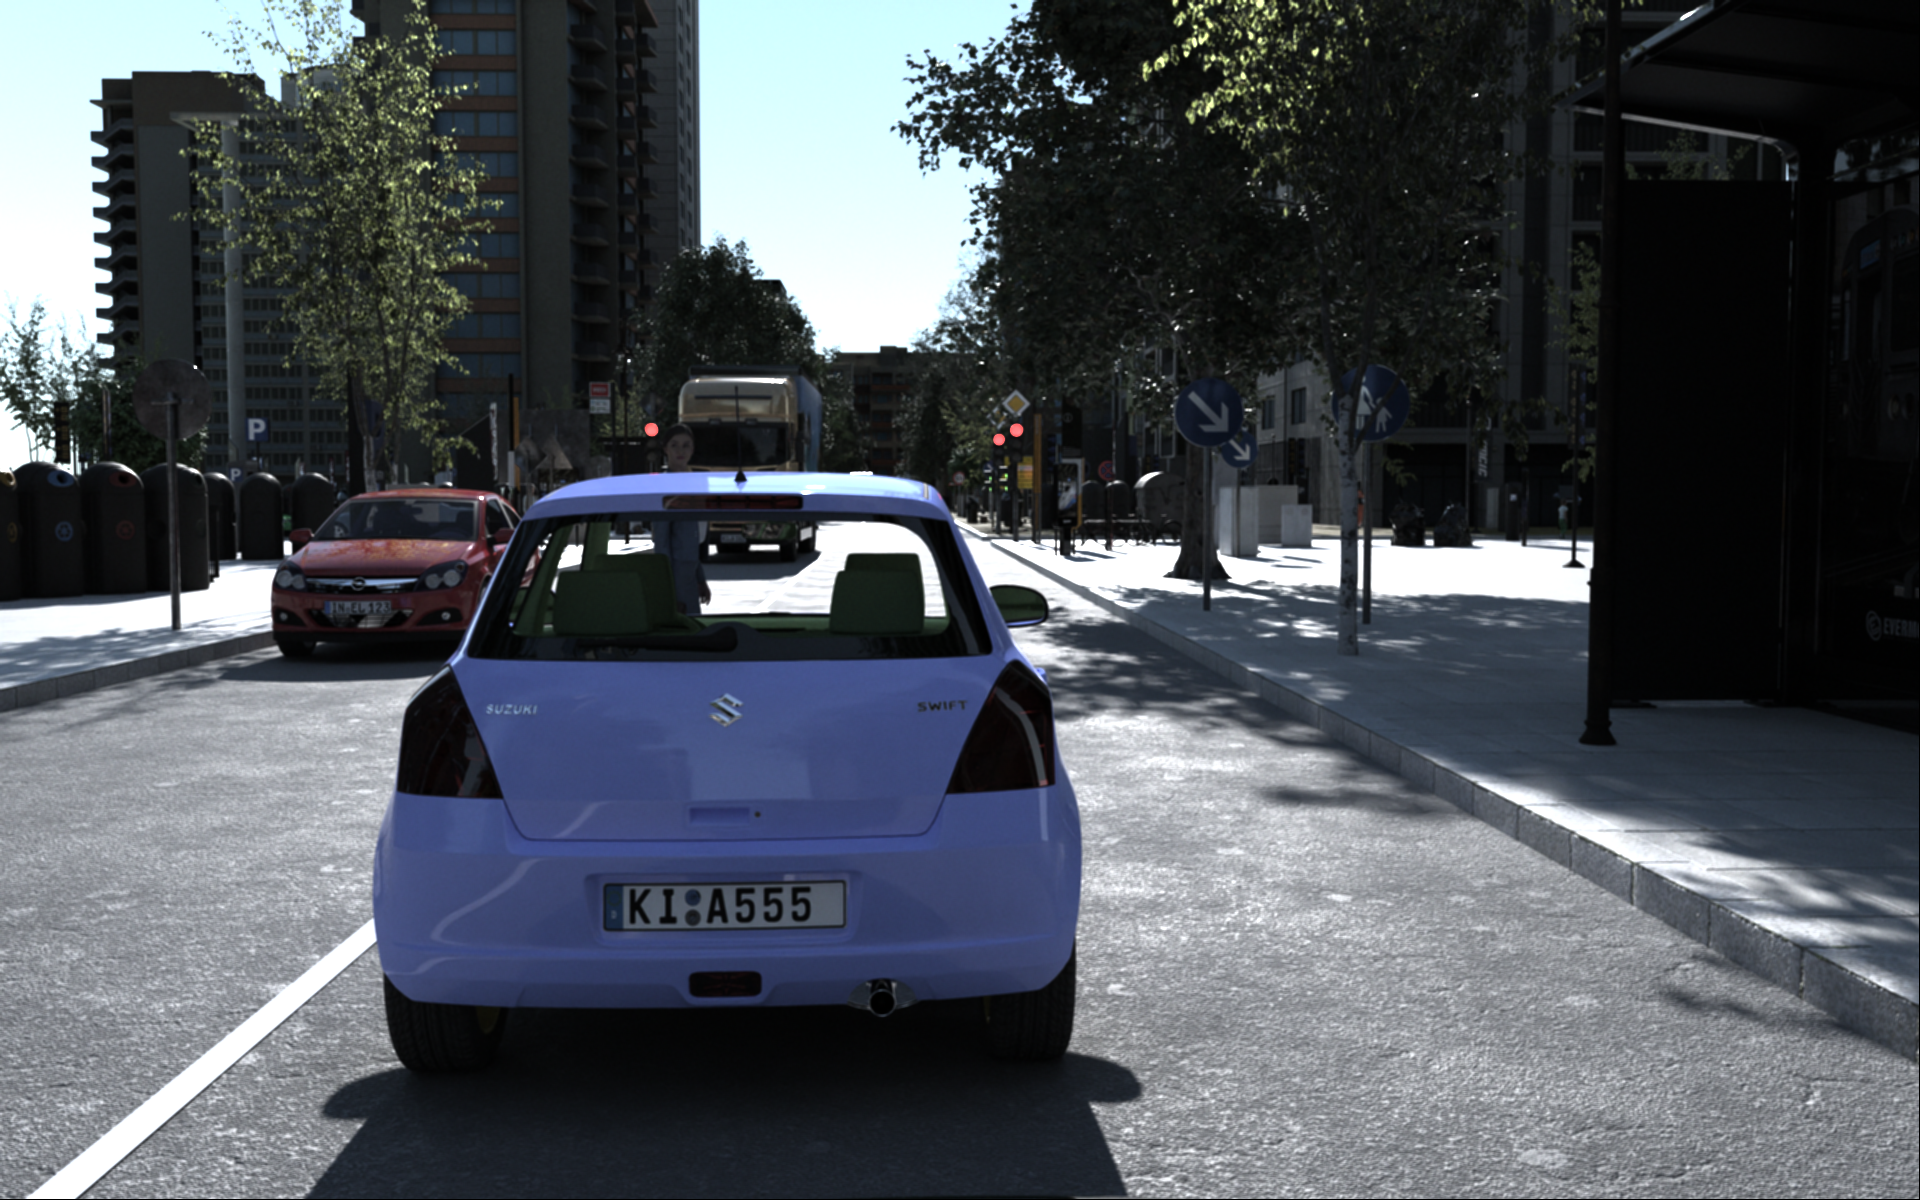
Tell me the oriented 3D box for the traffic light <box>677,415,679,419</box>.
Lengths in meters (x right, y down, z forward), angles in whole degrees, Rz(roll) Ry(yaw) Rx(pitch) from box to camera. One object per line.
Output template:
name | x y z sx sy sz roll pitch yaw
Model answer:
traffic light | -8.413 -3.982 54.018 0.839 4.253 0.868 0 4 -2

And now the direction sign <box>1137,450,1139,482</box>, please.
direction sign | 9.192 -5.993 89.990 0.379 3.537 0.876 0 4 0

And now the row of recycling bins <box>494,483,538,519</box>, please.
row of recycling bins | -15.551 -3.278 60.716 3.534 1.692 1.069 1 4 13

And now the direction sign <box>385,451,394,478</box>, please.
direction sign | -29.873 -6.025 90.498 0.876 3.537 0.379 -1 4 -14

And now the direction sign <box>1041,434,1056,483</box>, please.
direction sign | 3.202 -4.497 65.518 0.876 3.537 0.379 1 4 15

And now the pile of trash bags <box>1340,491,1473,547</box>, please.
pile of trash bags | 11.153 -2.056 43.375 3.447 1.369 1.912 3 4 36

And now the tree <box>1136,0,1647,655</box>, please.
tree | 3.102 -3.852 13.343 4.360 8.622 3.978 0 3 0

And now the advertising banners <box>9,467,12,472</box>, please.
advertising banners | -61.274 -7.038 111.263 2.074 3.025 0.090 3 5 40

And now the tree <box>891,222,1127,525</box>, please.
tree | 2.380 -9.948 73.022 12.009 13.543 11.850 0 3 0

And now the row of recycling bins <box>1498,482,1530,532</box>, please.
row of recycling bins | 18.995 -3.203 59.481 1.069 1.692 3.534 1 4 17

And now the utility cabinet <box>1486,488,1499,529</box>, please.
utility cabinet | 19.730 -3.370 63.784 0.318 1.500 1.173 3 4 36

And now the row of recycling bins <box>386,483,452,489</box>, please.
row of recycling bins | -19.857 -3.429 63.180 3.534 1.692 1.069 1 4 22

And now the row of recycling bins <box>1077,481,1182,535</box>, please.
row of recycling bins | 5.470 -2.943 55.231 3.534 1.692 1.069 -1 4 -20

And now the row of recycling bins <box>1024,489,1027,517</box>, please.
row of recycling bins | 4.310 -5.463 96.431 1.069 1.692 3.534 -1 4 -22

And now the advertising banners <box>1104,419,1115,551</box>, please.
advertising banners | 3.449 -2.657 39.631 0.090 3.025 2.074 1 4 10

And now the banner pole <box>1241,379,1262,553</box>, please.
banner pole | 6.305 -2.932 37.955 0.401 3.779 0.863 -1 4 -21

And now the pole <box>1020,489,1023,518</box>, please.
pole | 3.358 -6.103 93.620 0.158 3.312 0.155 0 3 0

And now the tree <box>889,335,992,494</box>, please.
tree | -1.845 -21.068 200.347 12.611 20.169 13.585 0 3 0

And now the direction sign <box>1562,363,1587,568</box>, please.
direction sign | 10.748 -2.338 30.229 0.379 3.537 0.876 3 4 37

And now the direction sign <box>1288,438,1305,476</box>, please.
direction sign | 13.560 -4.764 69.882 0.876 3.537 0.379 -2 4 -33

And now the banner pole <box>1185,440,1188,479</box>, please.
banner pole | 9.471 -4.967 71.228 0.401 3.779 0.863 -3 4 -37

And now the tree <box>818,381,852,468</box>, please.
tree | -11.749 -12.093 132.138 7.601 10.594 8.767 -1 4 -19

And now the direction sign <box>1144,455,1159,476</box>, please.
direction sign | 11.041 -6.589 99.733 0.876 3.537 0.379 2 4 24

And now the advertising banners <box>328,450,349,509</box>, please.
advertising banners | -24.415 -4.401 68.143 0.090 3.025 2.074 1 4 10

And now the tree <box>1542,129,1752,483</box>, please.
tree | 13.823 -5.162 34.754 4.737 8.622 4.395 0 3 0

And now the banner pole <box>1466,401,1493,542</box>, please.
banner pole | 13.945 -3.469 46.733 0.863 3.779 0.401 1 4 11

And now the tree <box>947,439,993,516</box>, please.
tree | 0.703 -7.314 103.299 4.285 4.588 4.351 0 3 0

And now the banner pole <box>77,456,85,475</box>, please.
banner pole | -57.929 -7.596 114.217 0.401 3.779 0.863 1 4 15

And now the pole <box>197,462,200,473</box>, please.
pole | -47.584 -7.002 108.333 0.158 3.312 0.155 0 3 0

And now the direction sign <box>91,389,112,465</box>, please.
direction sign | -18.604 -2.803 37.823 0.379 3.537 0.876 -1 4 -16

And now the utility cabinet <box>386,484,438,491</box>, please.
utility cabinet | -12.375 -1.857 39.047 1.173 1.500 0.318 -3 4 -38

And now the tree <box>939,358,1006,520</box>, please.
tree | 1.359 -8.346 86.824 4.360 8.622 3.978 0 3 0

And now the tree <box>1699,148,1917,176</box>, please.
tree | 14.604 -4.795 28.763 4.360 8.622 3.978 0 3 0

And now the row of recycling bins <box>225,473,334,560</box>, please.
row of recycling bins | -14.099 -1.639 33.918 3.534 1.692 1.069 -1 4 -12

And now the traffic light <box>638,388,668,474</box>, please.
traffic light | -8.127 -3.493 46.038 0.839 4.253 0.868 0 4 -2

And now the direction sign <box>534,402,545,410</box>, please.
direction sign | -10.425 -3.122 43.037 0.379 3.537 0.876 -2 4 -29

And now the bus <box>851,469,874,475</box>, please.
bus | -8.601 -9.347 147.690 2.948 3.499 13.247 0 4 -1

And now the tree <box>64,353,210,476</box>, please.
tree | -19.255 -3.489 40.752 4.285 4.588 4.351 0 3 0

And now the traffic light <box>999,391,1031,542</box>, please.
traffic light | 1.477 -3.515 46.397 0.839 4.253 0.868 0 4 -2

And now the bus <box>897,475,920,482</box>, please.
bus | -5.294 -10.843 172.144 2.948 3.499 13.247 0 4 -3

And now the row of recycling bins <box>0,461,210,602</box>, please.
row of recycling bins | -11.191 -0.907 21.949 1.069 1.692 3.534 2 4 28

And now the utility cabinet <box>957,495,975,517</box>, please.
utility cabinet | 0.355 -5.375 99.048 1.020 1.237 0.306 0 4 4

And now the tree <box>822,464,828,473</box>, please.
tree | -12.318 -9.588 140.473 4.285 4.588 4.351 0 3 0

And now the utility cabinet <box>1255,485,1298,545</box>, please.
utility cabinet | 7.808 -2.110 43.183 1.173 1.500 0.318 -1 4 -11

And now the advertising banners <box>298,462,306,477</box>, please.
advertising banners | -36.634 -6.043 94.983 2.074 3.025 0.090 2 4 25

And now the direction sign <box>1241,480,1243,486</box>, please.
direction sign | 6.435 -2.907 39.525 0.379 3.537 0.876 1 4 14

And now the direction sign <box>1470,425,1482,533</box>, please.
direction sign | 16.968 -3.965 56.831 0.876 3.537 0.379 -3 5 -45

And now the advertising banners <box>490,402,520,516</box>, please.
advertising banners | -8.561 -2.223 32.540 0.090 3.025 2.074 -2 4 -27

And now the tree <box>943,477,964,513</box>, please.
tree | -0.134 -7.677 120.118 1.663 3.219 1.824 0 3 0

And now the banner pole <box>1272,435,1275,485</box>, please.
banner pole | 13.335 -5.120 73.732 0.401 3.779 0.863 1 4 9

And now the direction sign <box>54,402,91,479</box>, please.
direction sign | -21.816 -3.101 42.705 0.876 3.537 0.379 -1 4 -9

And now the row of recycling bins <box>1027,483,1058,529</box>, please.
row of recycling bins | 4.371 -3.432 63.230 3.534 1.692 1.069 2 4 29

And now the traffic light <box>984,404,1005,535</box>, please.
traffic light | 1.192 -4.003 54.377 0.839 4.253 0.868 0 4 -2
